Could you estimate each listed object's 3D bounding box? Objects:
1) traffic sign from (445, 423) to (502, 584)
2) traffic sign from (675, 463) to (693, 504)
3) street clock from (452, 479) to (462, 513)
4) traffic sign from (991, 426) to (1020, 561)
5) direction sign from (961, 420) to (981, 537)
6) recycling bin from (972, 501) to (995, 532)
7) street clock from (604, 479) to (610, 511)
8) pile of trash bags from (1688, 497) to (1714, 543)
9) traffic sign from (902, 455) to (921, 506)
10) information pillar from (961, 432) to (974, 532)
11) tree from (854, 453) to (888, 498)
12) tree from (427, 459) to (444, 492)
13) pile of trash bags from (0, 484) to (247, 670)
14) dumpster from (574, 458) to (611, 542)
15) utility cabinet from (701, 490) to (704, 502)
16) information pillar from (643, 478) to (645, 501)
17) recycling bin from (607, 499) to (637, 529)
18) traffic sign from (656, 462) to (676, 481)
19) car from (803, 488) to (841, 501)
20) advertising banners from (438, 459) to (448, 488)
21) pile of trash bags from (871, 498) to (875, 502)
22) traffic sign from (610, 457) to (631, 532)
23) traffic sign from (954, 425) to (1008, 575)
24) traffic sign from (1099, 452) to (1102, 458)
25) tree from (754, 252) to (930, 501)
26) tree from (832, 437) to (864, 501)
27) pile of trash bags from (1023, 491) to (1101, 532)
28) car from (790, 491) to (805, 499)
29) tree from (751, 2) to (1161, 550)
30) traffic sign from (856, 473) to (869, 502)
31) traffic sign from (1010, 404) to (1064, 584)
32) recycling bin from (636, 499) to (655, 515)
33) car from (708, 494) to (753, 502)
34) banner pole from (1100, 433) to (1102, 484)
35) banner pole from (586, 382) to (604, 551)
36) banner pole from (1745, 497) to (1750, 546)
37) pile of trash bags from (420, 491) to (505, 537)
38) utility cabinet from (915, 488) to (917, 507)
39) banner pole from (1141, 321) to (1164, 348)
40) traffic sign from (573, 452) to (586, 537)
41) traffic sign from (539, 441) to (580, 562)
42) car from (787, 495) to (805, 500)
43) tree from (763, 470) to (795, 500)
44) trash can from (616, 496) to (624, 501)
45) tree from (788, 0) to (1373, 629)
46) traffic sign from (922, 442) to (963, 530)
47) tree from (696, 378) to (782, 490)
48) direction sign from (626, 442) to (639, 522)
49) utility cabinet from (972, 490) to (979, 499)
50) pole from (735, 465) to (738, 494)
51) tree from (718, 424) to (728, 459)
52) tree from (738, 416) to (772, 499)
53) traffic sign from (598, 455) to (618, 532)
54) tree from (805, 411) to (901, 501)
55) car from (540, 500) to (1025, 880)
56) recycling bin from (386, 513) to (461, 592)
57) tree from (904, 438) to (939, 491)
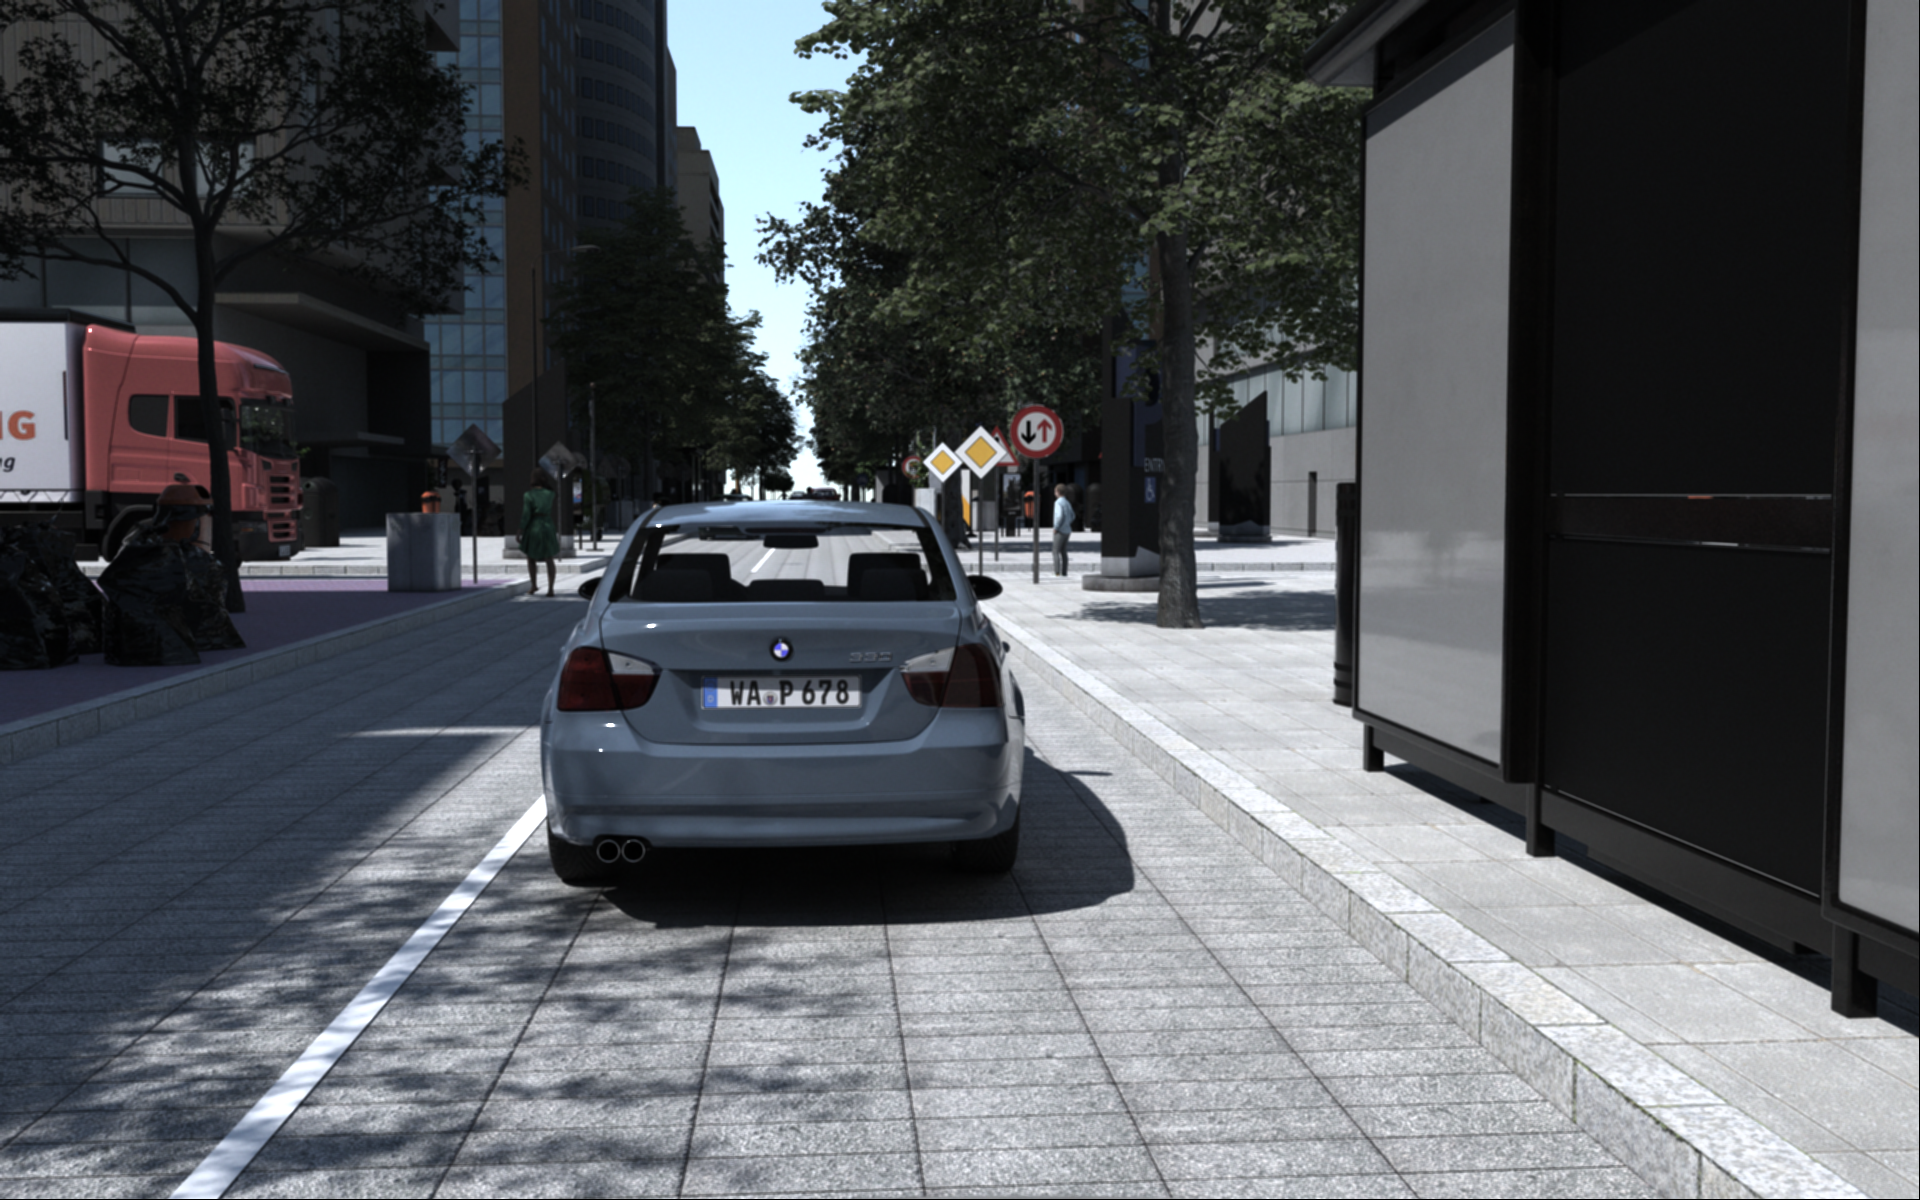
[{"bbox_3d":[-6.923,-1.288,24.695,0.795,2.450,0.064,0,4,-5],"label":"traffic sign"},{"bbox_3d":[-11.408,-4.362,71.424,0.768,2.556,0.104,0,4,-1],"label":"traffic sign"},{"bbox_3d":[-23.988,-4.773,82.606,0.358,2.002,0.471,2,4,25],"label":"street clock"},{"bbox_3d":[0.699,-2.019,33.012,0.884,2.594,0.081,0,4,3],"label":"traffic sign"},{"bbox_3d":[0.328,-3.653,51.723,0.876,3.537,0.379,-1,4,-19],"label":"direction sign"},{"bbox_3d":[0.789,-2.873,59.520,0.722,1.027,0.722,2,4,30],"label":"recycling bin"},{"bbox_3d":[-16.990,-4.781,82.733,0.471,2.002,0.358,-2,4,-32],"label":"street clock"},{"bbox_3d":[15.790,-1.881,40.512,3.447,1.369,1.912,2,4,29],"label":"pile of trash bags"},{"bbox_3d":[-1.539,-3.497,57.284,0.768,2.556,0.104,0,4,-4],"label":"traffic sign"},{"bbox_3d":[0.229,-4.110,58.555,0.183,3.616,0.504,-3,4,-39],"label":"information pillar"},{"bbox_3d":[-6.639,-9.105,132.577,4.285,4.588,4.351,0,3,0],"label":"tree"},{"bbox_3d":[-24.054,-5.115,78.230,1.663,3.219,1.824,0,3,0],"label":"tree"},{"bbox_3d":[-6.844,-0.275,14.249,1.912,1.369,3.447,0,4,-7],"label":"pile of trash bags"},{"bbox_3d":[-10.339,-2.721,46.982,1.502,2.255,1.985,0,4,-4],"label":"dumpster"},{"bbox_3d":[-12.538,-4.575,83.477,0.318,1.500,1.173,-2,4,-28],"label":"utility cabinet"},{"bbox_3d":[-14.126,-4.504,78.140,0.304,2.012,0.304,0,4,1],"label":"information pillar"},{"bbox_3d":[-12.504,-3.132,63.754,0.722,1.027,0.722,-3,5,-41],"label":"recycling bin"},{"bbox_3d":[-11.761,-4.233,69.322,0.768,2.556,0.104,0,4,-1],"label":"traffic sign"},{"bbox_3d":[-8.203,-5.795,103.419,2.281,1.827,5.304,0,4,-7],"label":"car"},{"bbox_3d":[-24.509,-5.117,79.855,2.074,3.025,0.090,1,4,13],"label":"advertising banners"},{"bbox_3d":[-4.015,-5.947,106.992,1.912,1.369,3.447,1,4,19],"label":"pile of trash bags"},{"bbox_3d":[-11.634,-3.616,59.227,0.768,2.556,0.104,0,4,4],"label":"traffic sign"},{"bbox_3d":[0.300,-1.321,25.246,0.795,2.450,0.064,0,4,-5],"label":"traffic sign"},{"bbox_3d":[2.483,-1.565,25.598,0.884,2.594,0.081,0,4,-1],"label":"traffic sign"},{"bbox_3d":[-3.392,-10.692,85.187,12.009,13.543,11.850,0,3,0],"label":"tree"},{"bbox_3d":[-10.529,-13.670,173.869,4.737,8.622,4.395,0,3,0],"label":"tree"},{"bbox_3d":[3.756,-3.015,59.041,3.447,1.369,1.912,2,4,25],"label":"pile of trash bags"},{"bbox_3d":[-20.810,-13.153,223.717,2.281,1.827,5.304,0,4,-6],"label":"car"},{"bbox_3d":[-0.106,-7.515,39.873,9.611,12.733,9.660,0,3,0],"label":"tree"},{"bbox_3d":[-6.018,-6.530,106.866,0.768,2.556,0.104,0,4,2],"label":"traffic sign"},{"bbox_3d":[1.090,-1.506,24.724,0.768,2.556,0.104,0,4,3],"label":"traffic sign"},{"bbox_3d":[-10.895,-2.994,61.513,0.722,1.027,0.722,-3,5,-43],"label":"recycling bin"},{"bbox_3d":[-7.308,-2.769,55.065,2.009,1.686,4.222,0,4,-3],"label":"car"},{"bbox_3d":[5.902,-4.994,71.676,0.401,3.779,0.863,1,4,22],"label":"banner pole"},{"bbox_3d":[-8.211,-2.977,38.694,0.401,3.779,0.863,0,4,-4],"label":"banner pole"},{"bbox_3d":[15.960,-2.764,35.208,0.401,3.779,0.863,0,4,5],"label":"banner pole"},{"bbox_3d":[-14.542,-2.599,52.249,3.447,1.369,1.912,-2,4,-35],"label":"pile of trash bags"},{"bbox_3d":[-1.244,-3.776,70.423,0.318,1.500,1.173,3,5,44],"label":"utility cabinet"},{"bbox_3d":[2.723,-2.124,24.741,0.863,3.779,0.401,0,4,-4],"label":"banner pole"},{"bbox_3d":[-11.625,-3.190,52.269,0.768,2.556,0.104,0,4,-4],"label":"traffic sign"},{"bbox_3d":[-7.556,-1.774,32.655,0.795,2.450,0.064,0,4,-5],"label":"traffic sign"},{"bbox_3d":[-16.370,-9.848,173.594,1.945,1.354,3.894,0,4,-4],"label":"car"},{"bbox_3d":[-26.667,-17.115,263.541,4.285,4.588,4.351,0,3,0],"label":"tree"},{"bbox_3d":[-20.329,-5.654,104.095,0.748,1.137,0.748,0,3,0],"label":"trash can"},{"bbox_3d":[1.800,-5.988,16.037,7.486,12.596,7.792,0,3,0],"label":"tree"},{"bbox_3d":[-0.333,-1.808,33.206,0.795,2.450,0.064,0,4,-5],"label":"traffic sign"},{"bbox_3d":[-16.857,-11.995,130.537,7.601,10.594,8.767,1,4,10],"label":"tree"},{"bbox_3d":[-13.170,-4.749,69.644,0.379,3.537,0.876,1,4,22],"label":"direction sign"},{"bbox_3d":[0.533,-5.391,96.825,1.173,1.500,0.318,2,4,26],"label":"utility cabinet"},{"bbox_3d":[-12.853,-6.481,99.812,0.158,3.312,0.155,0,3,0],"label":"pole"},{"bbox_3d":[-20.690,-16.646,182.535,12.009,13.543,11.850,0,3,0],"label":"tree"},{"bbox_3d":[-18.276,-12.249,150.626,4.360,8.622,3.978,0,3,0],"label":"tree"},{"bbox_3d":[-11.913,-3.559,58.186,0.884,2.594,0.081,0,4,3],"label":"traffic sign"},{"bbox_3d":[-12.244,-17.805,197.764,9.857,13.997,8.962,0,3,0],"label":"tree"},{"bbox_3d":[-0.758,0.259,7.775,2.014,1.417,4.499,0,4,-5],"label":"car"},{"bbox_3d":[-7.105,-0.637,22.969,0.722,1.027,0.722,1,4,11],"label":"recycling bin"},{"bbox_3d":[-0.792,-3.610,53.627,1.663,3.219,1.824,0,3,0],"label":"tree"}]
